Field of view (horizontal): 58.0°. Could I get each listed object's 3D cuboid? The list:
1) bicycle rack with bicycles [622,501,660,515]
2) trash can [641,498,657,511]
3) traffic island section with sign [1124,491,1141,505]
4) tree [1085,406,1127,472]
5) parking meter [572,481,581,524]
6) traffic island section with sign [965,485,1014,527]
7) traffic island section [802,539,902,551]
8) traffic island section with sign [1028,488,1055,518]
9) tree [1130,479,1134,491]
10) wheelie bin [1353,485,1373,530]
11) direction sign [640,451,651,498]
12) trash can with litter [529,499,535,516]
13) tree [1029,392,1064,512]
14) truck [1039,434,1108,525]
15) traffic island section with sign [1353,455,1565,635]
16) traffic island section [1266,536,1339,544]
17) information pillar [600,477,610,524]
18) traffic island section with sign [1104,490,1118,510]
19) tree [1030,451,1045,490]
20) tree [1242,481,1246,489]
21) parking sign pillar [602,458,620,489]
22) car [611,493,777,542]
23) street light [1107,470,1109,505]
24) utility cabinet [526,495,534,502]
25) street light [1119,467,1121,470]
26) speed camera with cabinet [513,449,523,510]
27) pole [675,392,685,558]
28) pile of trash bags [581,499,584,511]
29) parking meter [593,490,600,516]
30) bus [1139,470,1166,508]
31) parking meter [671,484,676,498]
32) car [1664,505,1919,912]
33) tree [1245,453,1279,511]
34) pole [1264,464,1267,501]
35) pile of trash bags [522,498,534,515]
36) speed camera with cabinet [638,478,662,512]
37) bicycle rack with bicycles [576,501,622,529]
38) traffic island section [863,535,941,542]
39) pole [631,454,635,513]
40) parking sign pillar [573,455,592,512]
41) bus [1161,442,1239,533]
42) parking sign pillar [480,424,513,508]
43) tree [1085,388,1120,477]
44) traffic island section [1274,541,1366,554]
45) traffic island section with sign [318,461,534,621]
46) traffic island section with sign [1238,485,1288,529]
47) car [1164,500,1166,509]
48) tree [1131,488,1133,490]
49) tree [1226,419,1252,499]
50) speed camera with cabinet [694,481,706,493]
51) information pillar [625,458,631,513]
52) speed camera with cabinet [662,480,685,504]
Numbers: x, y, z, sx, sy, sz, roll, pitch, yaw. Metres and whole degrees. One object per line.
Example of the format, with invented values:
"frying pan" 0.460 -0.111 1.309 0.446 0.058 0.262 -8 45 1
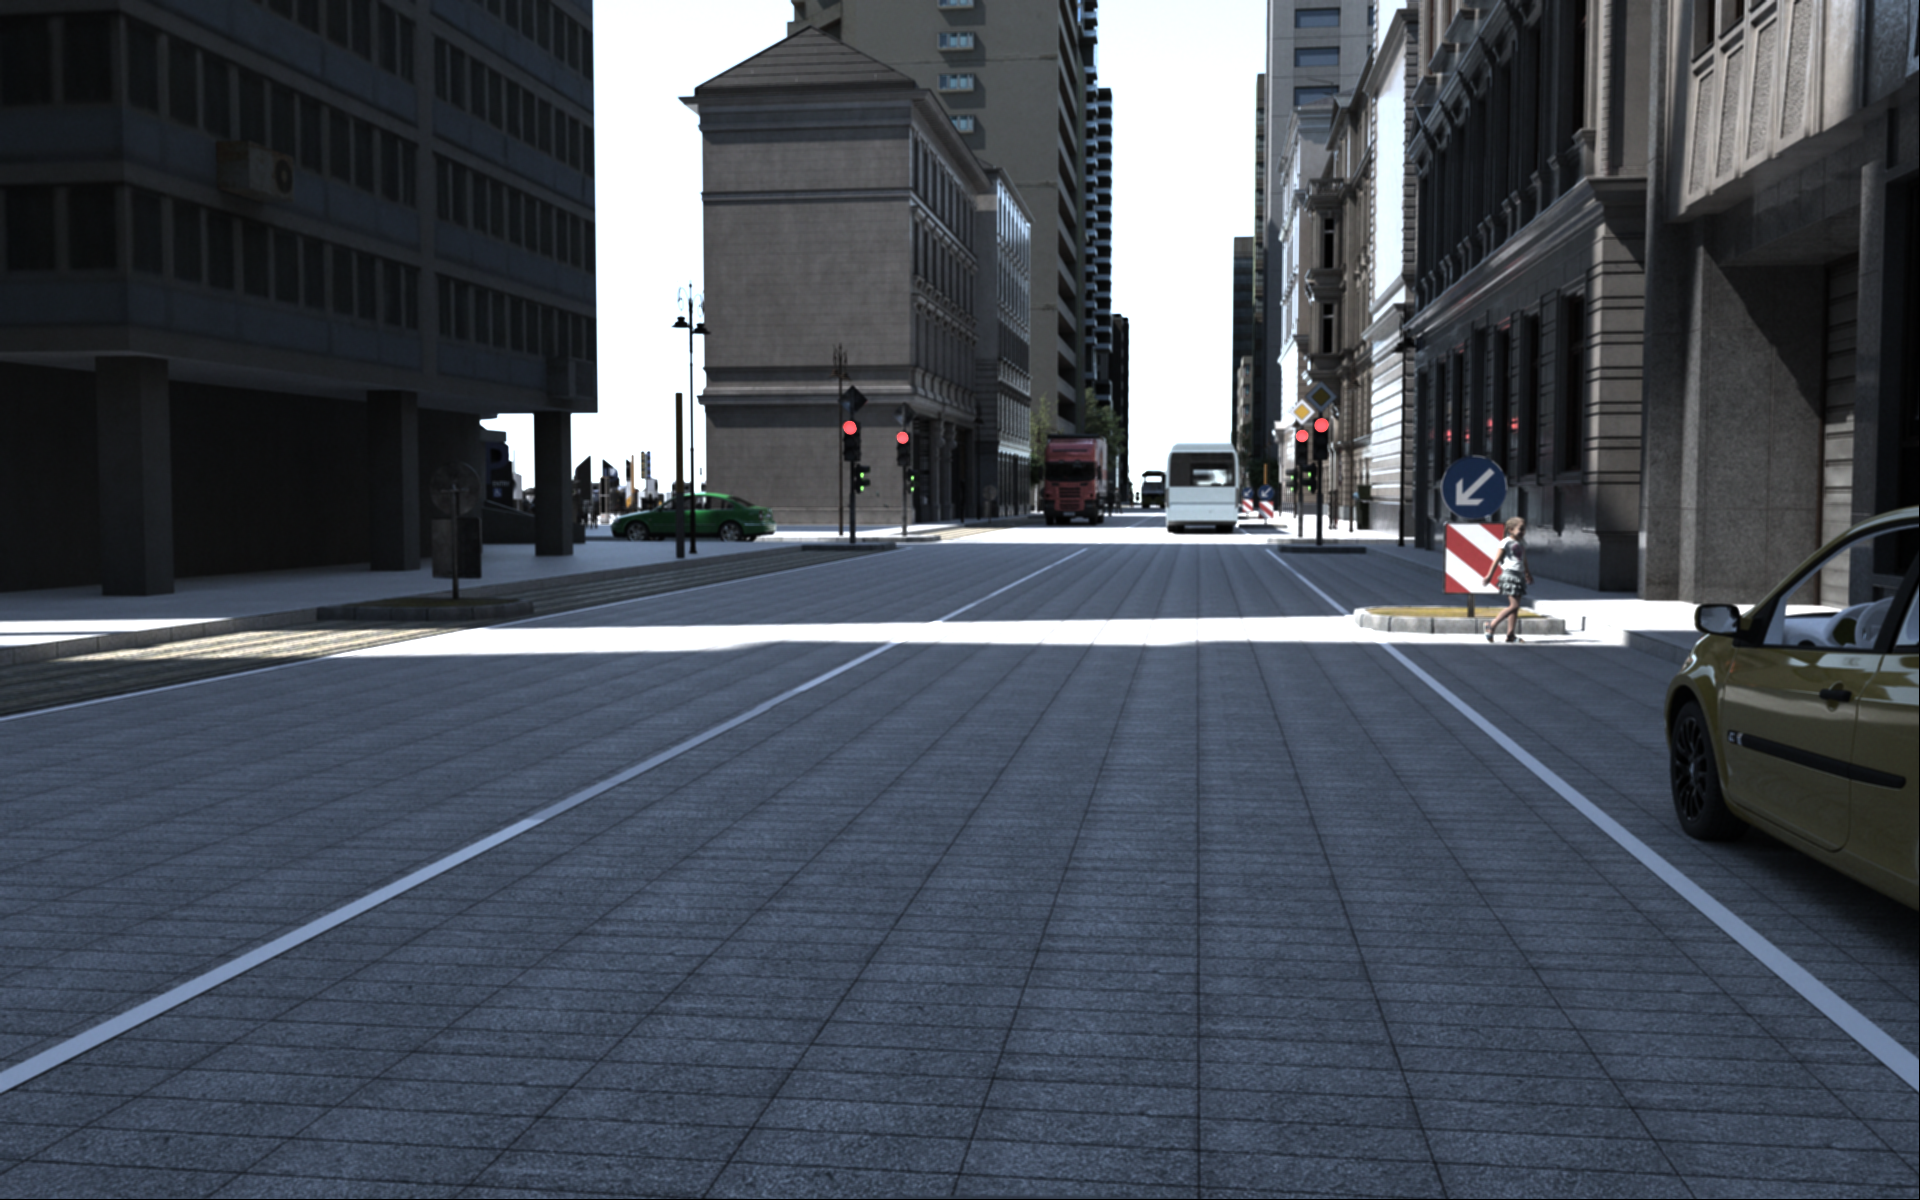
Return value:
"bicycle rack with bicycles" -16.280 -4.342 84.380 2.925 0.926 2.852 0 4 -8
"trash can" -12.779 -3.640 71.161 0.748 1.137 0.748 0 3 0
"traffic island section with sign" 23.087 -13.746 233.368 1.989 1.847 2.006 0 4 8
"tree" 16.061 -16.982 203.405 9.928 11.665 9.643 0 3 0
"parking meter" -16.554 -4.223 74.752 0.255 1.863 0.399 1 4 19
"traffic island section with sign" 1.302 -4.042 74.719 1.989 1.847 2.006 0 4 8
"traffic island section" -2.797 -1.379 44.830 2.009 0.180 2.903 0 4 8
"traffic island section with sign" 5.061 -5.720 102.141 1.989 1.847 2.006 0 4 8
"tree" 26.745 -18.275 282.505 4.285 4.588 4.351 0 3 0
"wheelie bin" 14.481 -3.303 61.908 0.980 1.594 0.693 0 4 -1
"direction sign" -16.455 -6.041 90.770 0.876 3.537 0.379 3 5 44
"trash can with litter" -14.250 -2.926 59.235 0.624 1.170 1.055 1 4 11
"tree" 5.525 -10.698 125.268 4.737 8.622 4.395 0 3 0
"truck" 5.589 -5.765 83.177 2.839 4.237 11.283 0 4 7
"traffic island section with sign" 5.295 -0.612 18.636 1.989 1.847 2.006 0 4 8
"traffic island section" 10.069 -1.764 51.125 2.009 0.180 2.903 0 4 8
"information pillar" -15.210 -4.261 74.163 0.304 2.012 0.304 1 4 17
"traffic island section with sign" 15.527 -10.379 178.322 1.989 1.847 2.006 0 4 8
"tree" 4.136 -8.012 114.711 4.285 4.588 4.351 0 3 0
"tree" 35.844 -13.475 214.909 1.663 3.219 1.824 0 3 0
"parking sign pillar" -26.355 -8.706 130.820 1.447 3.967 1.447 -3 5 -43
"car" -7.647 -2.495 49.592 4.718 1.807 1.959 1 4 8
"street light" 18.152 -14.631 212.011 0.468 5.910 1.993 0 4 8
"utility cabinet" -22.540 -4.941 91.949 0.306 1.237 1.020 3 4 37
"street light" 22.643 -16.658 245.150 0.468 5.910 1.993 0 4 8
"speed camera with cabinet" -20.404 -5.029 76.564 2.038 3.252 0.660 1 4 13
"pole" -5.630 -2.503 34.771 0.158 3.312 0.155 0 3 0
"pile of trash bags" -22.057 -5.339 97.047 1.912 1.369 3.447 -1 4 -17
"parking meter" -21.474 -5.742 102.286 0.372 1.533 0.369 0 3 0
"bus" 20.158 -11.496 179.503 2.896 3.916 12.252 0 4 8
"parking meter" -16.250 -5.696 98.840 0.399 1.863 0.255 0 4 -3
"car" 3.745 0.261 5.949 2.015 1.641 3.980 0 4 6
"tree" 23.887 -9.269 135.262 4.285 4.588 4.351 0 3 0
"pole" 20.553 -7.506 116.563 0.158 3.312 0.155 0 3 0
"pile of trash bags" -21.933 -4.722 86.955 1.912 1.369 3.447 1 4 18
"speed camera with cabinet" -17.301 -6.226 96.131 0.660 3.252 2.038 0 4 7
"bicycle rack with bicycles" -14.560 -3.157 65.000 2.852 0.926 2.925 0 4 4
"traffic island section" -1.711 -1.863 52.741 2.009 0.180 2.903 0 4 8
"pole" -16.737 -5.796 88.600 0.158 3.312 0.155 0 3 0
"parking sign pillar" -25.740 -7.927 118.081 1.447 3.967 1.447 2 4 35
"bus" 9.332 -4.454 67.680 2.948 3.499 13.247 0 4 7
"parking sign pillar" -17.429 -4.672 64.853 1.447 3.967 1.447 -3 5 -42
"tree" 13.087 -16.244 183.714 7.486 12.596 7.792 0 3 0
"traffic island section" 8.983 -1.280 43.214 2.009 0.180 2.903 0 4 8
"traffic island section with sign" -6.146 -0.717 20.357 1.989 1.847 2.006 0 4 8
"traffic island section with sign" 12.712 -3.921 72.738 1.989 1.847 2.006 0 4 8
"car" 14.739 -6.408 116.770 2.014 1.417 4.499 0 4 7
"tree" 27.876 -17.839 286.272 1.663 3.219 1.824 0 3 0
"tree" 34.550 -16.808 209.226 7.601 10.594 8.767 1 4 8
"speed camera with cabinet" -17.861 -7.637 119.207 2.038 3.252 0.660 3 5 43
"information pillar" -21.337 -7.363 111.747 0.504 3.616 0.183 0 4 1
"speed camera with cabinet" -19.054 -7.295 113.611 2.038 3.252 0.660 2 4 25
